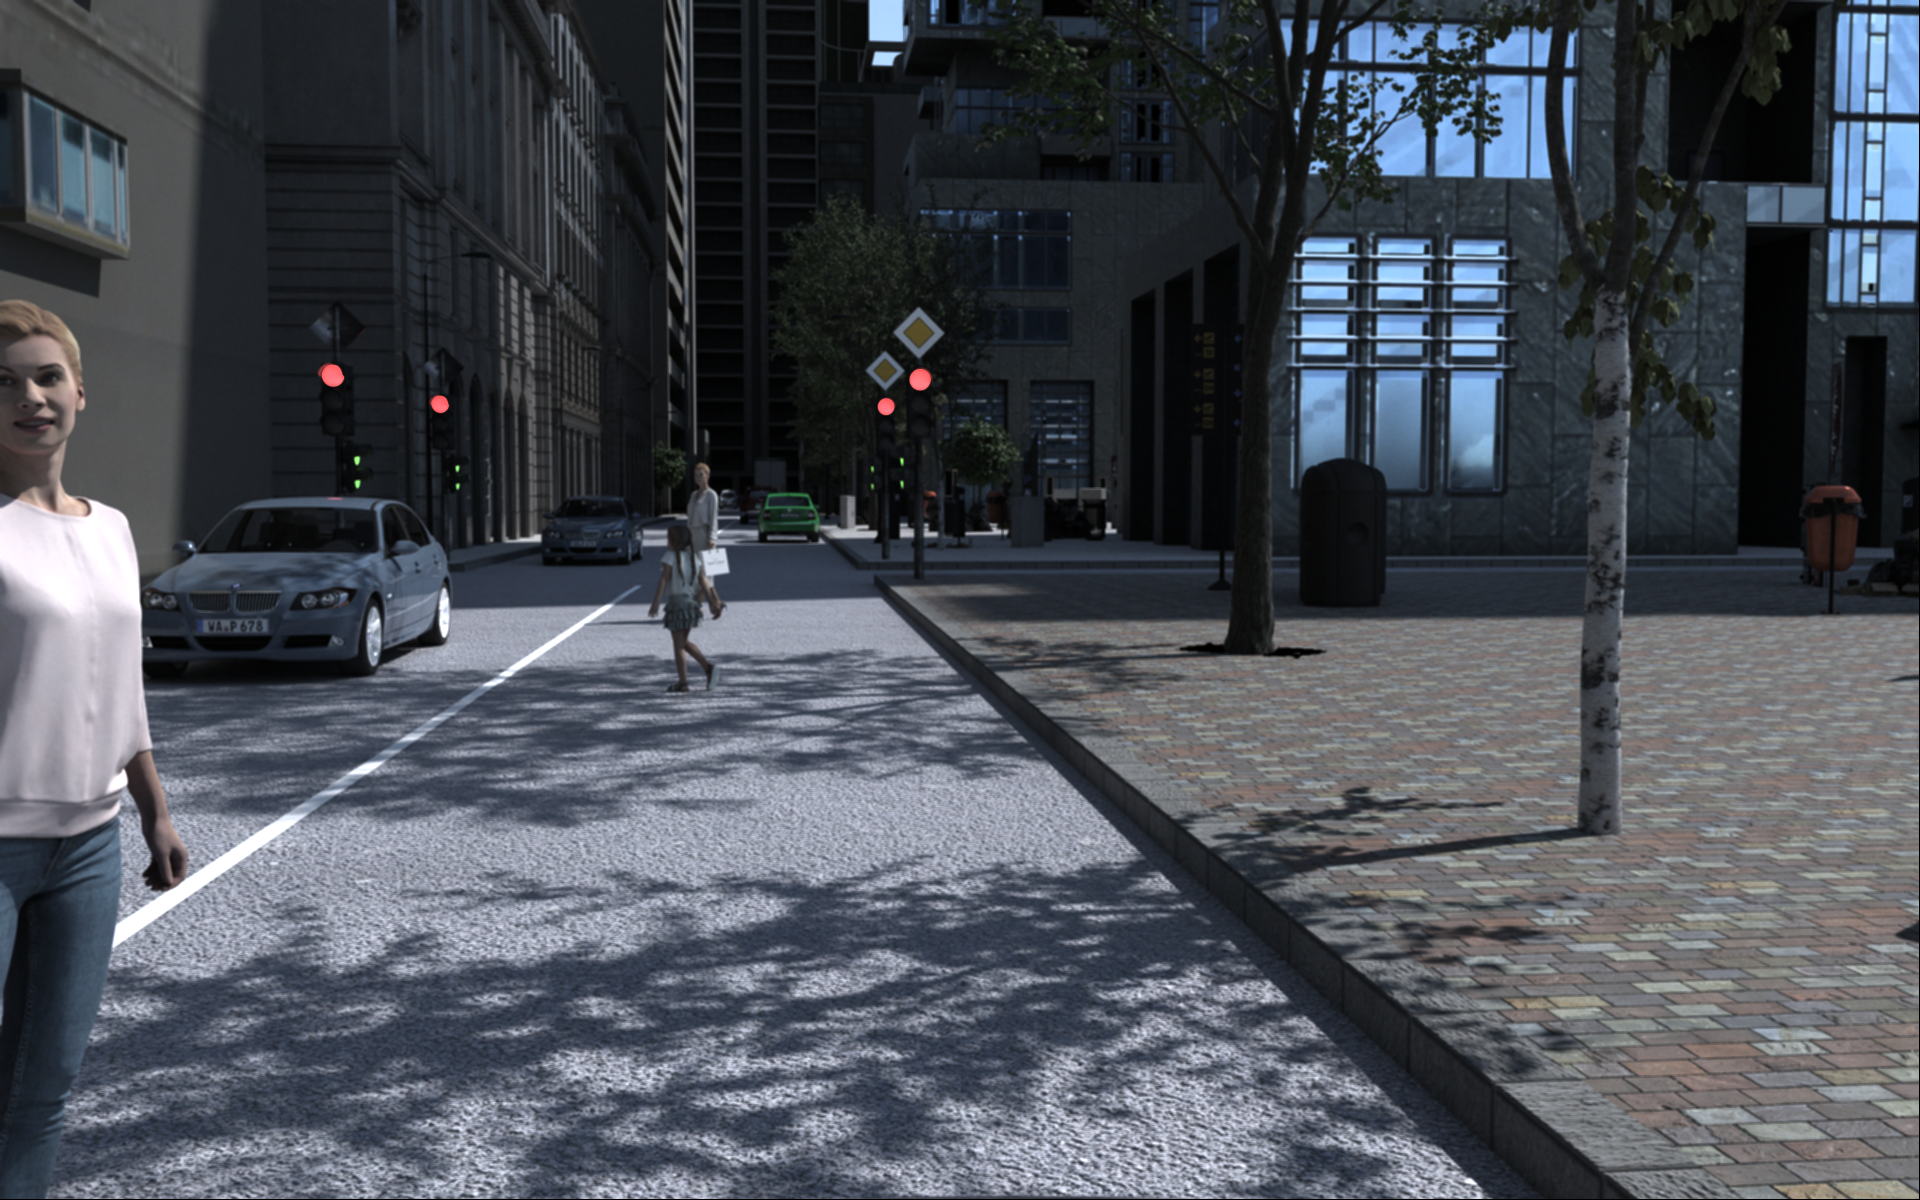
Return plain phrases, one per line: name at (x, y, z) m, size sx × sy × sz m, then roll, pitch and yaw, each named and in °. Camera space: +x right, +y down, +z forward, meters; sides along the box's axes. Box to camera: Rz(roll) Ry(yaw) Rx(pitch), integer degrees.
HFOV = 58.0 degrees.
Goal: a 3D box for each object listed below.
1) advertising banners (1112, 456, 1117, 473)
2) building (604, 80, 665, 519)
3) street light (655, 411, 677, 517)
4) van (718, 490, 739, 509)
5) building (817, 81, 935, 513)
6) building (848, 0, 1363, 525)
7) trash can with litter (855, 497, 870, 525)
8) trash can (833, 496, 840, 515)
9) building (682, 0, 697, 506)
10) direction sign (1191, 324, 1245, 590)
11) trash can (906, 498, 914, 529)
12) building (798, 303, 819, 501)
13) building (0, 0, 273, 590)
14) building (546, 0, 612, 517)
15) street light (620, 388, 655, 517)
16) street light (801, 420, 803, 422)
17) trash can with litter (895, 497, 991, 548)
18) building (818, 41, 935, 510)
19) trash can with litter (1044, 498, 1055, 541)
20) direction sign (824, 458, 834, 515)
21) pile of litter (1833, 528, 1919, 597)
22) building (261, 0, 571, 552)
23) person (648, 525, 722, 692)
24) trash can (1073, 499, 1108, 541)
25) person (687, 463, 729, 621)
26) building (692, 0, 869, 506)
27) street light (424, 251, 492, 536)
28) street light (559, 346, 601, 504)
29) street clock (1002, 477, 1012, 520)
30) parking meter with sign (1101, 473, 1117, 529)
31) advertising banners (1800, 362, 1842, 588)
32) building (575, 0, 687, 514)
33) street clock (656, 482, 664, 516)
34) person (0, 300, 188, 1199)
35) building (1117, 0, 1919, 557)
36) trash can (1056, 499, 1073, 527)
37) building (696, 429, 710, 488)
advertising banners at (7.392, -5.043, 78.648) m, size 0.090 × 3.025 × 2.074 m, roll -2°, pitch 4°, yaw -25°
building at (-22.122, -14.950, 86.230) m, size 13.314 × 21.916 × 24.055 m, roll 0°, pitch 4°, yaw -6°
street light at (-16.483, -7.600, 96.807) m, size 1.470 × 5.913 × 1.316 m, roll 0°, pitch 4°, yaw -6°
van at (-22.392, -9.813, 167.460) m, size 2.013 × 2.044 × 4.112 m, roll 0°, pitch 4°, yaw -6°
building at (-3.298, -21.642, 125.545) m, size 14.160 × 30.474 × 14.107 m, roll 0°, pitch 4°, yaw -6°
building at (5.698, -47.707, 92.679) m, size 22.319 × 86.520 × 31.000 m, roll 0°, pitch 4°, yaw -6°
trash can with litter at (-3.950, -3.717, 72.159) m, size 0.624 × 1.170 × 1.055 m, roll 2°, pitch 4°, yaw 26°
trash can at (-7.263, -5.673, 104.405) m, size 0.748 × 1.137 × 0.748 m, roll 0°, pitch 3°, yaw 0°
building at (-32.971, -36.656, 141.320) m, size 21.231 × 58.520 × 28.212 m, roll 0°, pitch 4°, yaw -6°
direction sign at (3.514, -1.904, 23.129) m, size 0.876 × 3.537 × 0.379 m, roll 0°, pitch 4°, yaw -4°
trash can at (-1.641, -3.229, 64.452) m, size 0.748 × 1.137 × 0.748 m, roll 0°, pitch 3°, yaw 0°
building at (-1.908, -19.976, 171.640) m, size 27.650 × 21.520 × 28.899 m, roll 0°, pitch 4°, yaw -6°
building at (-19.216, -23.741, 11.864) m, size 21.600 × 48.544 × 21.300 m, roll 0°, pitch 4°, yaw -6°
building at (-18.859, -13.224, 65.362) m, size 9.793 × 20.994 × 18.267 m, roll 0°, pitch 4°, yaw -6°
street light at (-14.241, -6.305, 75.629) m, size 1.470 × 5.913 × 1.316 m, roll 0°, pitch 4°, yaw -6°
street light at (-7.286, -7.037, 87.596) m, size 1.470 × 5.913 × 1.316 m, roll 0°, pitch 4°, yaw -6°
trash can with litter at (-0.512, -1.869, 41.617) m, size 2.233 × 1.210 × 1.678 m, roll 2°, pitch 4°, yaw 32°
building at (3.989, -27.722, 145.142) m, size 32.217 × 40.220 × 23.993 m, roll 0°, pitch 4°, yaw -6°
trash can with litter at (2.088, -2.178, 47.000) m, size 0.624 × 1.170 × 1.055 m, roll -3°, pitch 5°, yaw -40°
direction sign at (-8.191, -7.103, 108.134) m, size 0.876 × 3.537 × 0.379 m, roll 3°, pitch 5°, yaw 41°
pile of litter at (11.921, -0.480, 21.813) m, size 1.176 × 0.858 × 1.719 m, roll -1°, pitch 4°, yaw -22°
building at (-17.822, -12.335, 43.485) m, size 13.314 × 21.916 × 24.055 m, roll 0°, pitch 4°, yaw -6°
person at (-1.995, 0.064, 12.470) m, size 0.382 × 1.210 × 0.505 m, roll 3°, pitch 4°, yaw 37°
trash can at (3.711, -2.212, 47.820) m, size 0.748 × 1.137 × 0.748 m, roll 0°, pitch 3°, yaw 0°
person at (-2.857, -0.654, 19.554) m, size 0.624 × 1.780 × 0.694 m, roll -2°, pitch 4°, yaw -32°
building at (-20.802, -46.648, 200.950) m, size 20.611 × 71.187 × 20.563 m, roll 0°, pitch 4°, yaw -6°
street light at (-9.665, -3.713, 33.255) m, size 1.470 × 5.913 × 1.316 m, roll 0°, pitch 4°, yaw -6°
street light at (-11.990, -5.013, 54.509) m, size 1.470 × 5.913 × 1.316 m, roll 0°, pitch 4°, yaw -6°
street clock at (2.017, -4.255, 74.136) m, size 0.358 × 2.002 × 0.471 m, roll 3°, pitch 4°, yaw 36°
parking meter with sign at (5.930, -4.139, 63.939) m, size 1.738 × 3.016 × 0.543 m, roll 1°, pitch 4°, yaw 9°
advertising banners at (11.923, -1.700, 23.983) m, size 0.090 × 3.025 × 2.074 m, roll 1°, pitch 4°, yaw 16°
building at (-29.997, -30.168, 116.940) m, size 21.300 × 48.544 × 21.600 m, roll 0°, pitch 4°, yaw -6°
street clock at (-17.495, -5.888, 100.843) m, size 0.471 × 2.002 × 0.358 m, roll 0°, pitch 4°, yaw 4°
person at (-1.677, 0.392, 2.759) m, size 0.598 × 1.740 × 0.731 m, roll 1°, pitch 4°, yaw 9°
building at (20.132, -44.812, 45.354) m, size 31.000 × 86.520 × 22.319 m, roll 0°, pitch 4°, yaw -6°
trash can at (3.367, -2.614, 54.397) m, size 0.748 × 1.137 × 0.748 m, roll 0°, pitch 3°, yaw 0°
building at (-40.782, -52.376, 169.019) m, size 31.000 × 86.520 × 22.319 m, roll 0°, pitch 4°, yaw -6°
